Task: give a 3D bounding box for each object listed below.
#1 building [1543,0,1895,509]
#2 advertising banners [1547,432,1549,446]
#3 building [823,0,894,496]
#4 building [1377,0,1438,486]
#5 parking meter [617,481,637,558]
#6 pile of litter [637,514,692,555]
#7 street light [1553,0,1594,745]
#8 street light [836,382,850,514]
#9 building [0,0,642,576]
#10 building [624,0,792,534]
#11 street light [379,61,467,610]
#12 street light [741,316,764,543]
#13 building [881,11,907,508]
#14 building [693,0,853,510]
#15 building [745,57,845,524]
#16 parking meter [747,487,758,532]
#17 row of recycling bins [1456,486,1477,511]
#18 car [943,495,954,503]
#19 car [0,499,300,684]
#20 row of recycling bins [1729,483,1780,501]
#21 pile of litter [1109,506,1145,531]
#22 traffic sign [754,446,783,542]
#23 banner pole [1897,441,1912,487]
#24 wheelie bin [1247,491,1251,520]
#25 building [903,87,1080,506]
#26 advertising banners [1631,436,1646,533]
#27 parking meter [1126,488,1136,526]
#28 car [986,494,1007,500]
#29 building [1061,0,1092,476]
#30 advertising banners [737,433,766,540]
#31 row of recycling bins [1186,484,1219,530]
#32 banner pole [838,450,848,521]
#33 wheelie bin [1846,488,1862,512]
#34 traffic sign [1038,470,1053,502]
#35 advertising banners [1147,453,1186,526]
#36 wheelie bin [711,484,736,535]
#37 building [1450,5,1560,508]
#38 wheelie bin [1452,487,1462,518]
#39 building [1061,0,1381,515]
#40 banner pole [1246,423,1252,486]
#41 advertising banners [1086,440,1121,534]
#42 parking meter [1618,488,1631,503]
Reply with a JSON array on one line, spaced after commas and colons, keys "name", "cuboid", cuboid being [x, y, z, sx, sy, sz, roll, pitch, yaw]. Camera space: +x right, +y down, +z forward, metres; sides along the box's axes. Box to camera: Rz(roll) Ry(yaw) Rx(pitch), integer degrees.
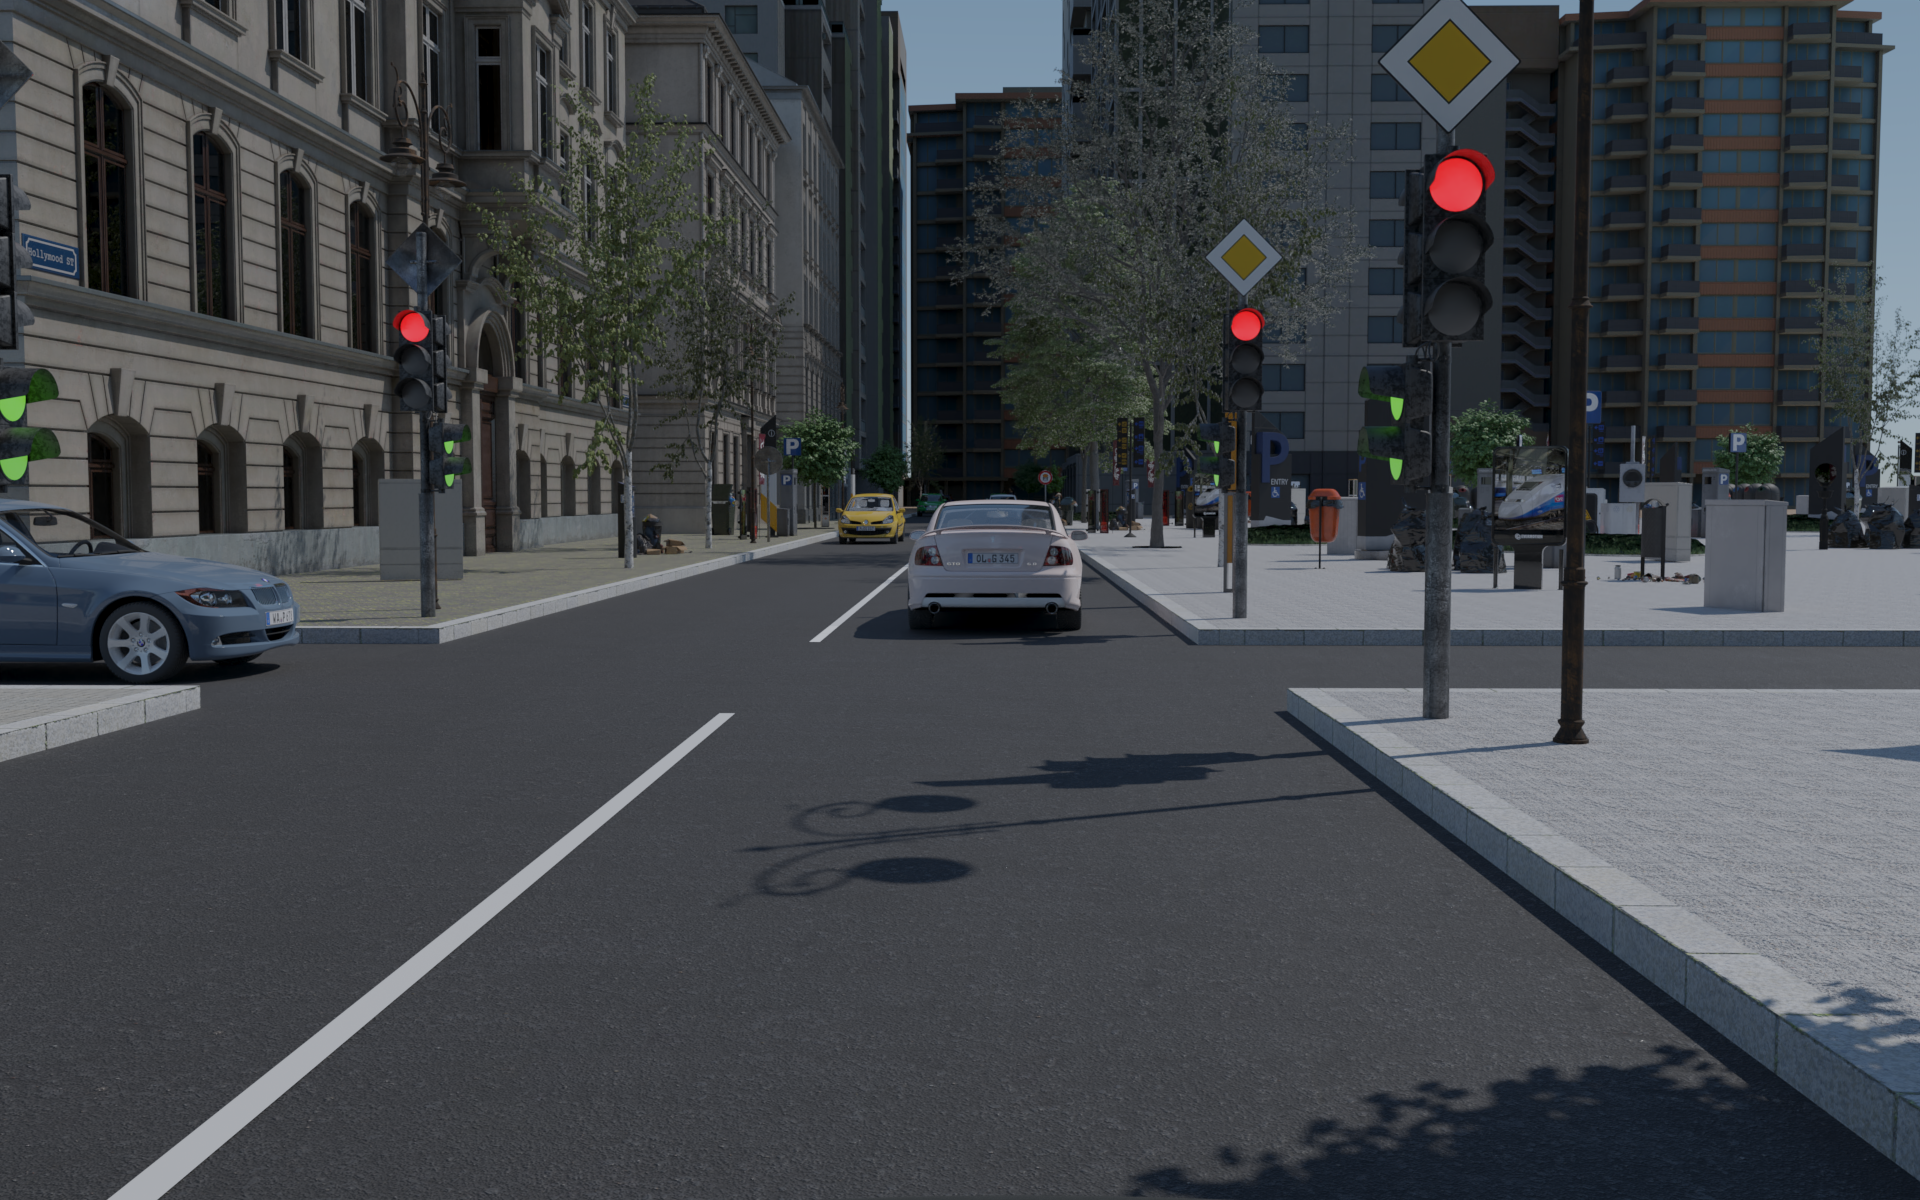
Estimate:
[{"name": "building", "cuboid": [66.114, -30.564, 154.347, 28.867, 44.769, 22.147, 0, 4, 1]}, {"name": "advertising banners", "cuboid": [16.790, -3.268, 49.622, 0.090, 3.025, 2.074, 1, 4, 17]}, {"name": "building", "cuboid": [-12.957, -28.161, 144.029, 14.154, 41.232, 14.086, 0, 4, 1]}, {"name": "building", "cuboid": [17.343, -40.914, 107.190, 20.563, 71.187, 20.611, 0, 4, 1]}, {"name": "parking meter", "cuboid": [-6.698, -1.617, 34.848, 0.372, 1.533, 0.369, 0, 3, 0]}, {"name": "pile of litter", "cuboid": [-6.385, -1.421, 37.198, 1.176, 0.858, 1.719, 3, 5, 40]}, {"name": "street light", "cuboid": [3.158, -2.201, 8.775, 0.468, 5.910, 1.993, 0, 4, 1]}, {"name": "street light", "cuboid": [-4.857, -6.053, 71.755, 0.468, 5.910, 1.993, 0, 4, 1]}, {"name": "building", "cuboid": [-15.682, -13.303, 36.594, 14.460, 24.649, 34.723, 0, 4, 1]}, {"name": "building", "cuboid": [-12.574, -12.203, 64.150, 10.561, 19.102, 19.286, 0, 4, 1]}, {"name": "street light", "cuboid": [-5.878, -2.835, 19.133, 0.468, 5.910, 1.993, 0, 4, 1]}, {"name": "street light", "cuboid": [-5.392, -4.416, 44.983, 0.468, 5.910, 1.993, 0, 4, 1]}, {"name": "building", "cuboid": [-12.335, -31.157, 159.532, 14.200, 45.320, 14.600, 0, 4, 1]}, {"name": "building", "cuboid": [-13.852, -20.148, 101.126, 14.160, 30.474, 14.107, 0, 4, 1]}, {"name": "building", "cuboid": [-11.131, -14.291, 82.808, 9.793, 20.994, 18.267, 0, 4, 1]}, {"name": "parking meter", "cuboid": [-7.041, -3.075, 58.683, 0.372, 1.533, 0.369, 0, 3, 0]}, {"name": "row of recycling bins", "cuboid": [23.734, -4.680, 83.636, 3.534, 1.692, 1.069, 0, 4, -2]}, {"name": "car", "cuboid": [-1.463, -7.700, 138.483, 1.945, 1.354, 3.894, 0, 4, 2]}, {"name": "car", "cuboid": [-7.660, -0.117, 13.917, 4.499, 1.417, 2.014, 0, 4, 2]}, {"name": "row of recycling bins", "cuboid": [31.181, -3.754, 68.489, 1.069, 1.692, 3.534, 0, 4, -6]}, {"name": "pile of litter", "cuboid": [5.953, -2.895, 61.292, 1.719, 0.858, 1.176, -3, 4, -36]}, {"name": "traffic sign", "cuboid": [-5.118, -2.821, 46.236, 0.768, 2.556, 0.104, 0, 4, 4]}, {"name": "banner pole", "cuboid": [44.265, -5.586, 81.342, 0.863, 3.779, 0.401, 0, 4, -1]}, {"name": "wheelie bin", "cuboid": [14.534, -4.714, 84.983, 0.693, 1.594, 0.980, -2, 4, -28]}, {"name": "building", "cuboid": [7.201, -32.701, 189.292, 28.867, 44.769, 22.147, 0, 4, 1]}, {"name": "advertising banners", "cuboid": [20.257, -3.398, 51.745, 0.090, 3.025, 2.074, 2, 4, 32]}, {"name": "parking meter", "cuboid": [6.889, -3.753, 69.771, 0.372, 1.533, 0.369, 0, 3, 0]}, {"name": "car", "cuboid": [2.940, -7.516, 131.675, 1.959, 1.807, 4.718, 0, 4, 0]}, {"name": "building", "cuboid": [22.824, -34.434, 152.231, 28.713, 52.752, 27.495, 0, 4, 1]}, {"name": "advertising banners", "cuboid": [-5.892, -3.243, 49.214, 0.090, 3.025, 2.074, 1, 4, 15]}, {"name": "row of recycling bins", "cuboid": [9.188, -3.446, 63.451, 1.069, 1.692, 3.534, -1, 4, -11]}, {"name": "banner pole", "cuboid": [-5.184, -5.263, 76.063, 0.401, 3.779, 0.863, 3, 4, 36]}, {"name": "wheelie bin", "cuboid": [43.417, -4.668, 84.227, 0.693, 1.594, 0.980, 3, 5, 41]}, {"name": "traffic sign", "cuboid": [4.600, -5.699, 93.288, 0.768, 2.556, 0.104, 0, 4, 7]}, {"name": "advertising banners", "cuboid": [8.294, -4.512, 69.952, 0.090, 3.025, 2.074, -3, 5, -44]}, {"name": "wheelie bin", "cuboid": [-7.433, -2.831, 54.187, 0.980, 1.594, 0.693, 1, 4, 15]}, {"name": "building", "cuboid": [44.646, -31.047, 157.732, 14.200, 45.320, 14.600, 0, 4, 1]}, {"name": "wheelie bin", "cuboid": [23.403, -4.546, 82.241, 0.693, 1.594, 0.980, -1, 4, -15]}, {"name": "building", "cuboid": [18.252, -42.171, 127.748, 20.563, 71.187, 20.611, 0, 4, 1]}, {"name": "banner pole", "cuboid": [10.132, -4.296, 60.256, 0.863, 3.779, 0.401, 1, 4, 22]}, {"name": "advertising banners", "cuboid": [4.700, -3.689, 56.509, 0.090, 3.025, 2.074, -2, 4, -28]}, {"name": "parking meter", "cuboid": [27.101, -3.818, 70.831, 0.372, 1.533, 0.369, 0, 3, 0]}]
